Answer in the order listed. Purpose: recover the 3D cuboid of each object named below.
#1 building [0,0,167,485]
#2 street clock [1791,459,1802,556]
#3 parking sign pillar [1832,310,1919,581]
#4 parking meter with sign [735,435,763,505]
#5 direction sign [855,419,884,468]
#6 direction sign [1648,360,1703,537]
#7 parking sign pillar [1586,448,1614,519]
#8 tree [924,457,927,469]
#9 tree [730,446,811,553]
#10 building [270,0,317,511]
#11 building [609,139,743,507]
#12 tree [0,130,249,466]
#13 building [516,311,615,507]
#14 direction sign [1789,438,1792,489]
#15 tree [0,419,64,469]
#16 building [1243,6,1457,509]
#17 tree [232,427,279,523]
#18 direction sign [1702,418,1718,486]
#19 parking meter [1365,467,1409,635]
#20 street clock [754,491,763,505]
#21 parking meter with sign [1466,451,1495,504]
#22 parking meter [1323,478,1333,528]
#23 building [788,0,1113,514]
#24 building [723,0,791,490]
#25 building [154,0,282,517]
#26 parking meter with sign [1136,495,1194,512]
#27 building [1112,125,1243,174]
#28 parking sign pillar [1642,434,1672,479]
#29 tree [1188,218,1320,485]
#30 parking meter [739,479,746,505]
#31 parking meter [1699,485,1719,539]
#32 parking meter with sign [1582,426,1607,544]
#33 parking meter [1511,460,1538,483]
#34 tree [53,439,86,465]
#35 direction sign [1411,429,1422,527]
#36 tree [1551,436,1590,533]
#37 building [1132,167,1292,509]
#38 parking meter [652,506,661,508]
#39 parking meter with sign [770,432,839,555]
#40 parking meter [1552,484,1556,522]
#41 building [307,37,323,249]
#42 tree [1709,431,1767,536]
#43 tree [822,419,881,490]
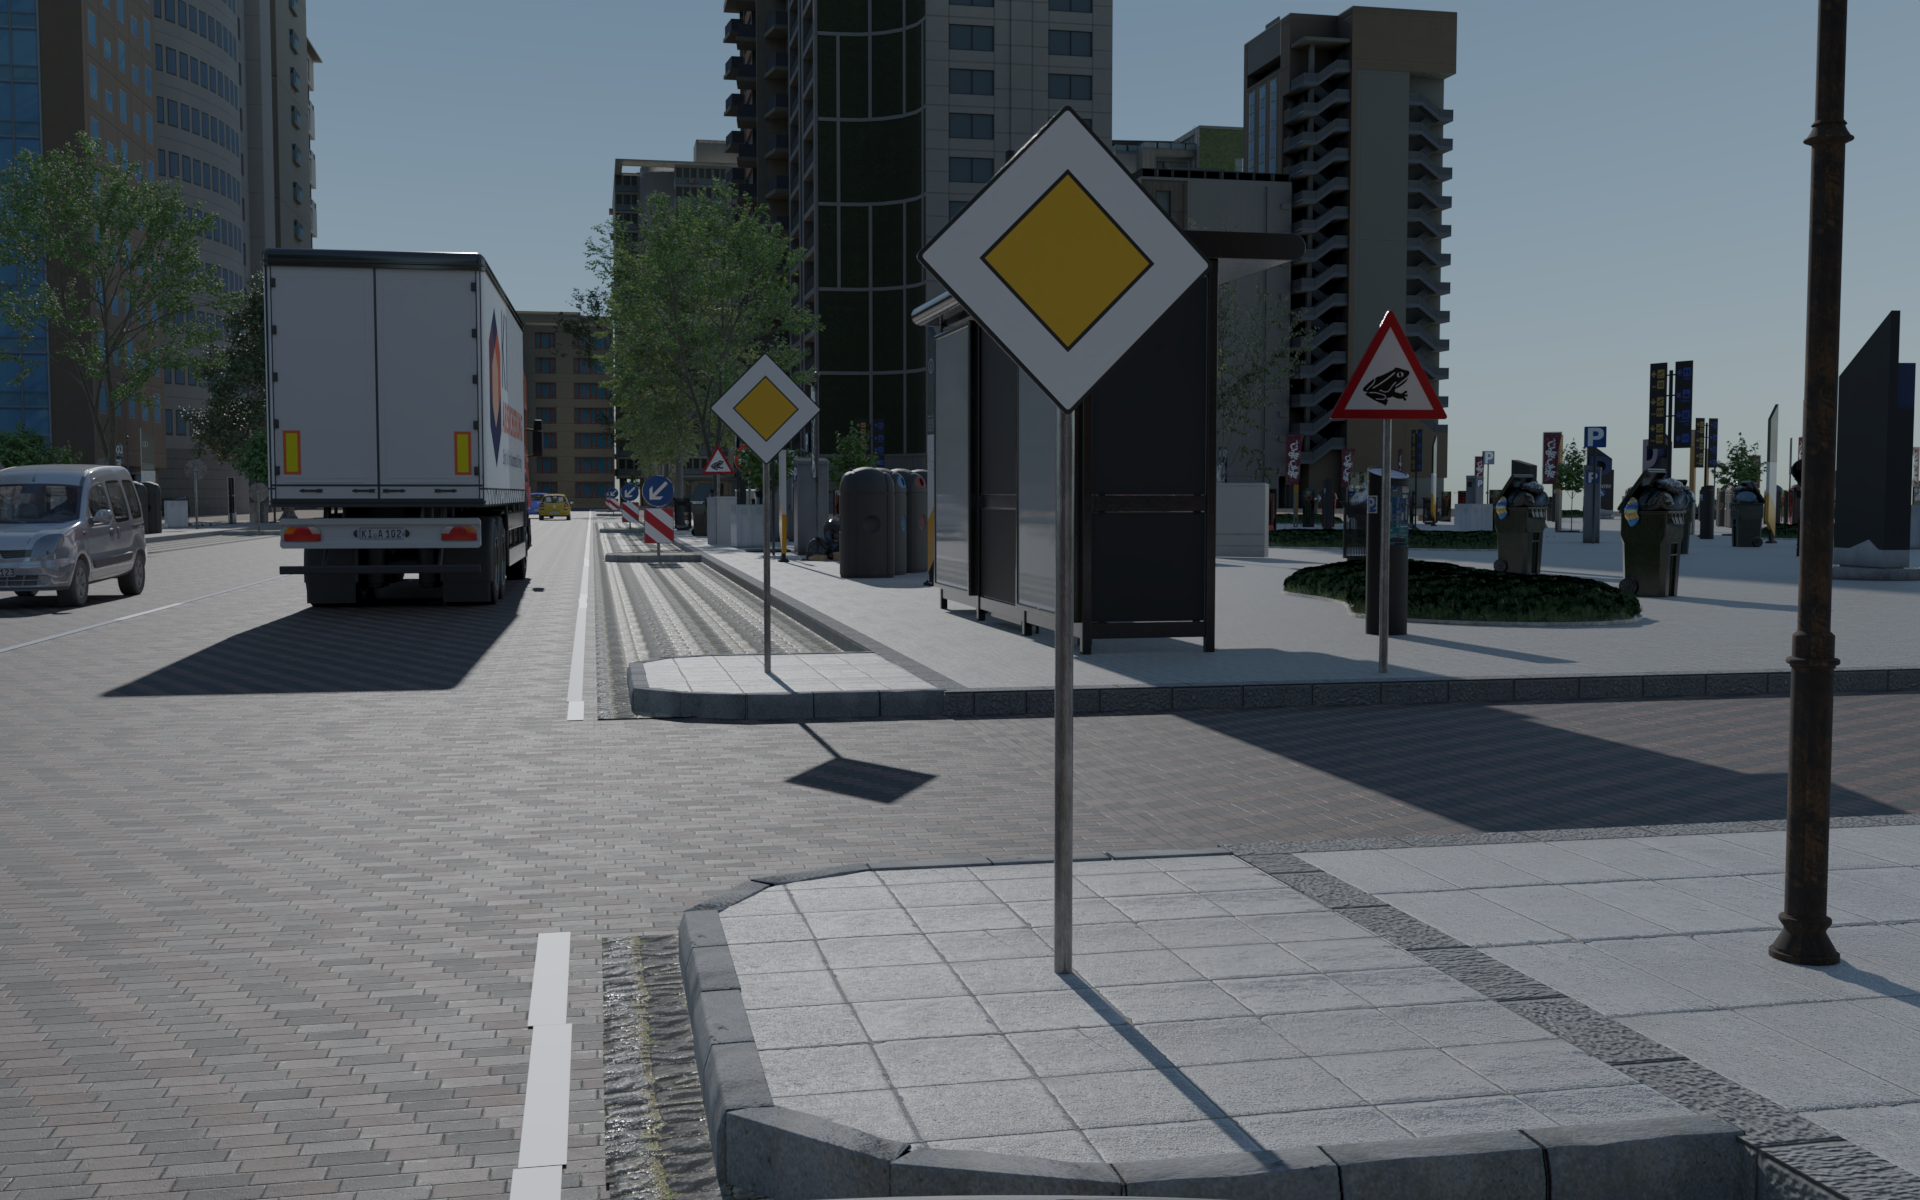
[{"bbox_3d":[-49.346,-26.699,86.640,14.600,45.320,14.200,-1,4,-12],"label":"building"},{"bbox_3d":[17.331,-1.898,35.597,0.471,2.002,0.358,1,4,18],"label":"street clock"},{"bbox_3d":[13.796,-2.304,26.139,1.447,3.967,1.447,0,4,-4],"label":"parking sign pillar"},{"bbox_3d":[-5.146,-3.078,46.583,1.738,3.016,0.543,-1,4,-11],"label":"parking meter with sign"},{"bbox_3d":[-2.708,-3.681,52.184,0.876,3.537,0.379,-1,4,-14],"label":"direction sign"},{"bbox_3d":[12.174,-2.308,29.739,0.379,3.537,0.876,-2,4,-27],"label":"direction sign"},{"bbox_3d":[32.813,-6.136,88.792,1.447,3.967,1.447,0,4,-2],"label":"parking sign pillar"},{"bbox_3d":[-0.969,-5.081,77.672,1.663,3.219,1.824,0,3,0],"label":"tree"},{"bbox_3d":[-4.369,-2.679,38.408,1.663,3.219,1.824,0,3,0],"label":"tree"},{"bbox_3d":[-63.193,-31.242,134.515,21.600,48.544,21.300,-1,4,-12],"label":"building"},{"bbox_3d":[-26.595,-30.642,192.872,23.993,40.220,32.217,-1,4,-12],"label":"building"},{"bbox_3d":[-25.281,-7.662,51.036,9.928,11.665,9.643,0,3,0],"label":"tree"},{"bbox_3d":[-52.148,-20.883,186.471,28.899,21.520,27.650,-1,4,-12],"label":"building"},{"bbox_3d":[33.477,-4.762,69.856,0.379,3.537,0.876,1,4,22],"label":"direction sign"},{"bbox_3d":[-41.086,-5.627,75.711,4.285,4.588,4.351,0,3,0],"label":"tree"},{"bbox_3d":[34.976,-31.074,158.169,14.200,45.320,14.600,-1,4,-12],"label":"building"},{"bbox_3d":[-30.571,-5.724,77.299,4.285,4.588,4.351,0,3,0],"label":"tree"},{"bbox_3d":[22.193,-3.643,51.567,0.876,3.537,0.379,-2,4,-24],"label":"direction sign"},{"bbox_3d":[3.911,-0.455,15.849,0.372,1.533,0.369,0,3,0],"label":"parking meter"},{"bbox_3d":[-5.237,-2.507,45.552,0.471,2.002,0.358,3,5,42],"label":"street clock"},{"bbox_3d":[21.071,-4.562,70.846,0.543,3.016,1.738,-1,4,-20],"label":"parking meter with sign"},{"bbox_3d":[13.586,-3.563,63.971,0.255,1.863,0.399,0,4,-7],"label":"parking meter"},{"bbox_3d":[-2.478,-41.504,116.846,20.563,71.187,20.611,-1,4,-12],"label":"building"},{"bbox_3d":[-7.698,-29.796,141.789,22.147,44.769,28.867,-1,4,-12],"label":"building"},{"bbox_3d":[-56.115,-34.550,106.892,21.231,58.520,28.212,-1,4,-12],"label":"building"},{"bbox_3d":[3.824,-2.330,34.356,1.738,3.016,0.543,1,4,9],"label":"parking meter with sign"},{"bbox_3d":[22.747,-31.263,194.737,14.086,41.232,14.154,-1,4,-12],"label":"building"},{"bbox_3d":[24.443,-4.421,60.756,1.447,3.967,1.447,0,4,-6],"label":"parking sign pillar"},{"bbox_3d":[7.096,-5.862,46.211,4.360,8.622,3.978,0,3,0],"label":"tree"},{"bbox_3d":[-8.336,-3.710,66.374,0.255,1.863,0.399,-1,4,-15],"label":"parking meter"},{"bbox_3d":[21.275,-2.501,49.304,0.372,1.533,0.369,0,3,0],"label":"parking meter"},{"bbox_3d":[16.594,-3.005,45.396,0.543,3.016,1.738,1,4,18],"label":"parking meter with sign"},{"bbox_3d":[9.546,-1.444,29.318,0.255,1.863,0.399,-3,5,-42],"label":"parking meter"},{"bbox_3d":[-31.517,-4.075,61.231,1.663,3.219,1.824,0,3,0],"label":"tree"},{"bbox_3d":[16.003,-4.207,60.774,0.379,3.537,0.876,-1,4,-9],"label":"direction sign"},{"bbox_3d":[20.656,-3.882,58.075,1.663,3.219,1.824,0,3,0],"label":"tree"},{"bbox_3d":[20.819,-23.575,157.153,14.107,30.474,14.160,-1,4,-12],"label":"building"},{"bbox_3d":[-13.372,-4.156,76.354,0.372,1.533,0.369,0,3,0],"label":"parking meter"},{"bbox_3d":[-3.116,-2.457,36.439,1.738,3.016,0.543,-1,4,-17],"label":"parking meter with sign"},{"bbox_3d":[27.400,-4.512,79.482,0.255,1.863,0.399,-3,5,-43],"label":"parking meter"},{"bbox_3d":[-80.030,-36.120,179.800,27.495,52.752,28.713,-1,4,-12],"label":"building"},{"bbox_3d":[23.910,-3.594,53.361,1.663,3.219,1.824,0,3,0],"label":"tree"},{"bbox_3d":[-2.897,-3.084,45.022,1.663,3.219,1.824,0,3,0],"label":"tree"}]
